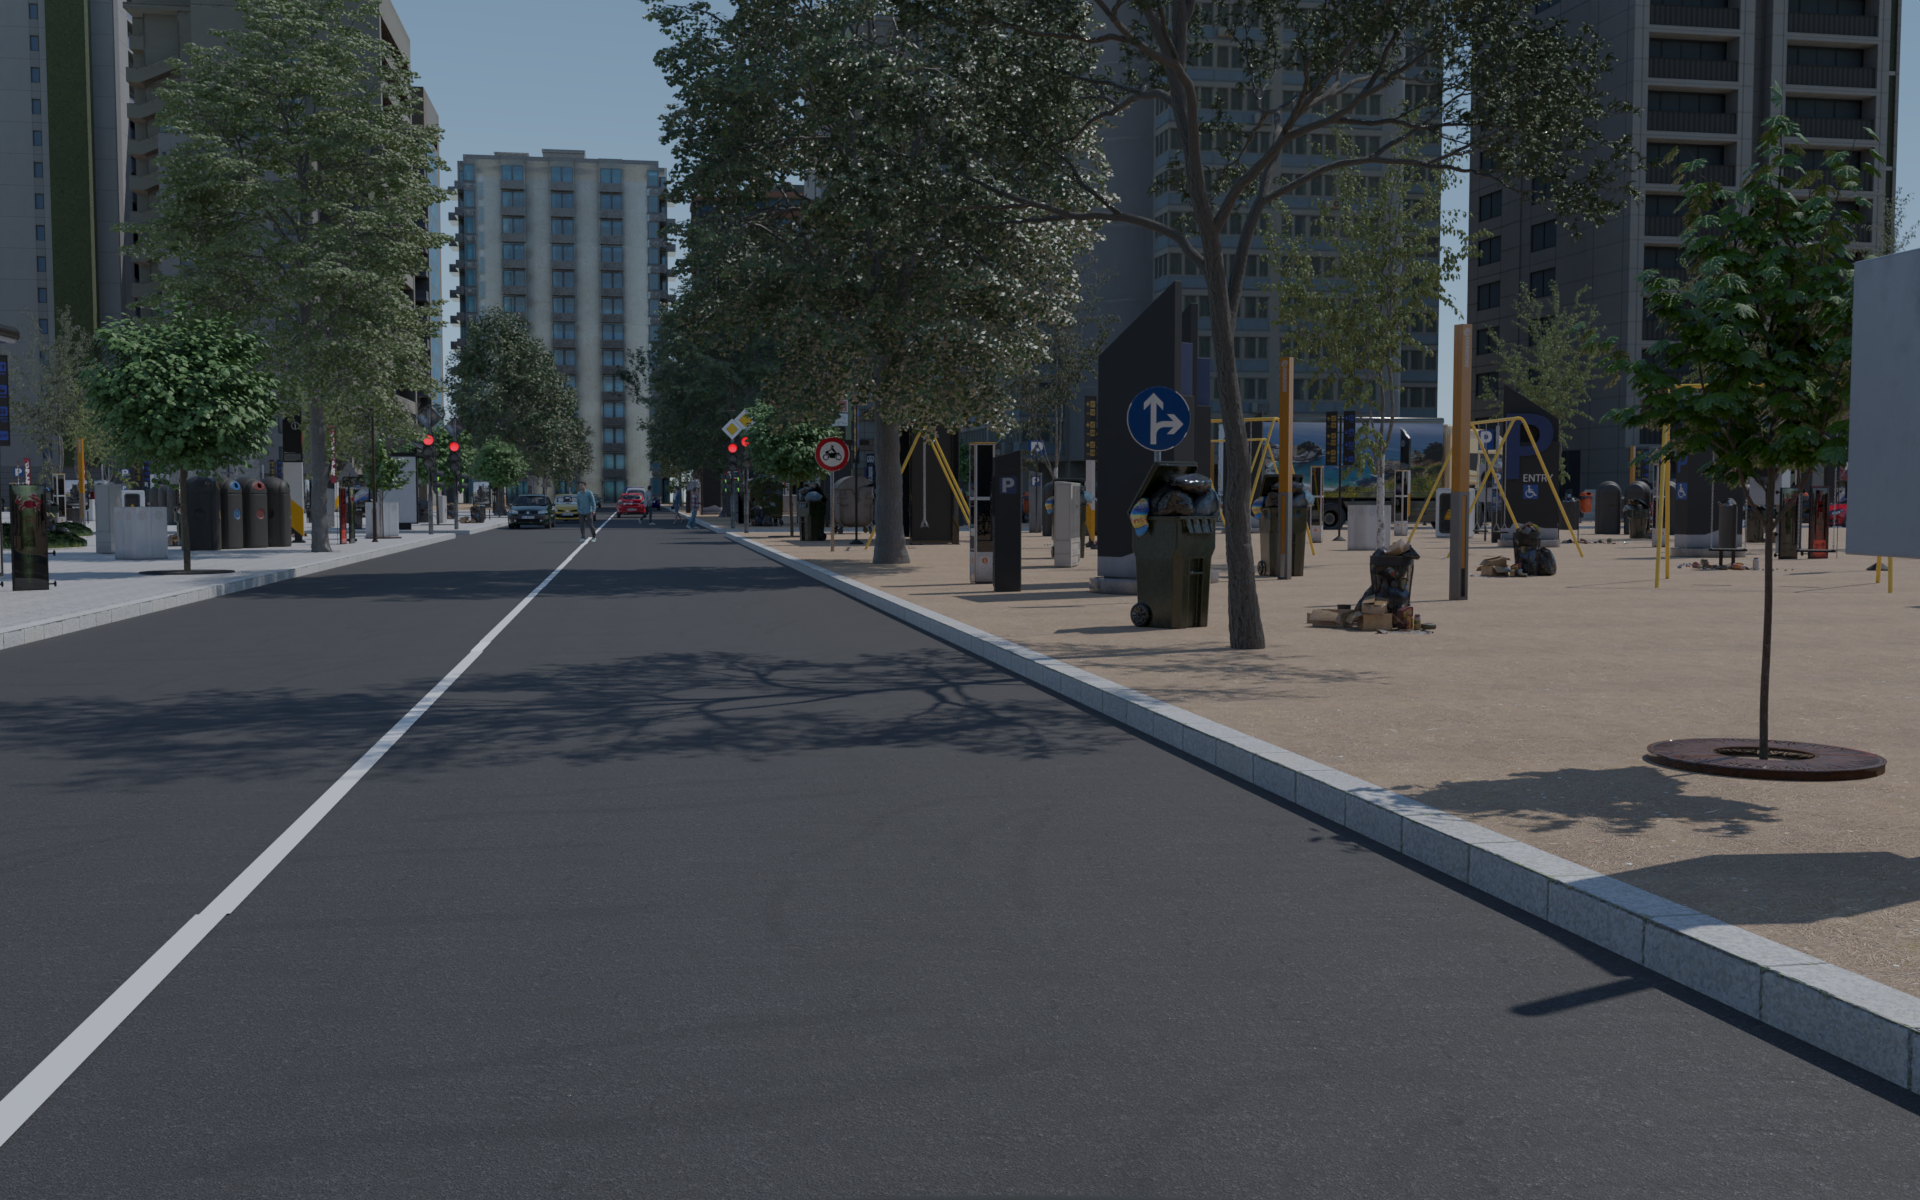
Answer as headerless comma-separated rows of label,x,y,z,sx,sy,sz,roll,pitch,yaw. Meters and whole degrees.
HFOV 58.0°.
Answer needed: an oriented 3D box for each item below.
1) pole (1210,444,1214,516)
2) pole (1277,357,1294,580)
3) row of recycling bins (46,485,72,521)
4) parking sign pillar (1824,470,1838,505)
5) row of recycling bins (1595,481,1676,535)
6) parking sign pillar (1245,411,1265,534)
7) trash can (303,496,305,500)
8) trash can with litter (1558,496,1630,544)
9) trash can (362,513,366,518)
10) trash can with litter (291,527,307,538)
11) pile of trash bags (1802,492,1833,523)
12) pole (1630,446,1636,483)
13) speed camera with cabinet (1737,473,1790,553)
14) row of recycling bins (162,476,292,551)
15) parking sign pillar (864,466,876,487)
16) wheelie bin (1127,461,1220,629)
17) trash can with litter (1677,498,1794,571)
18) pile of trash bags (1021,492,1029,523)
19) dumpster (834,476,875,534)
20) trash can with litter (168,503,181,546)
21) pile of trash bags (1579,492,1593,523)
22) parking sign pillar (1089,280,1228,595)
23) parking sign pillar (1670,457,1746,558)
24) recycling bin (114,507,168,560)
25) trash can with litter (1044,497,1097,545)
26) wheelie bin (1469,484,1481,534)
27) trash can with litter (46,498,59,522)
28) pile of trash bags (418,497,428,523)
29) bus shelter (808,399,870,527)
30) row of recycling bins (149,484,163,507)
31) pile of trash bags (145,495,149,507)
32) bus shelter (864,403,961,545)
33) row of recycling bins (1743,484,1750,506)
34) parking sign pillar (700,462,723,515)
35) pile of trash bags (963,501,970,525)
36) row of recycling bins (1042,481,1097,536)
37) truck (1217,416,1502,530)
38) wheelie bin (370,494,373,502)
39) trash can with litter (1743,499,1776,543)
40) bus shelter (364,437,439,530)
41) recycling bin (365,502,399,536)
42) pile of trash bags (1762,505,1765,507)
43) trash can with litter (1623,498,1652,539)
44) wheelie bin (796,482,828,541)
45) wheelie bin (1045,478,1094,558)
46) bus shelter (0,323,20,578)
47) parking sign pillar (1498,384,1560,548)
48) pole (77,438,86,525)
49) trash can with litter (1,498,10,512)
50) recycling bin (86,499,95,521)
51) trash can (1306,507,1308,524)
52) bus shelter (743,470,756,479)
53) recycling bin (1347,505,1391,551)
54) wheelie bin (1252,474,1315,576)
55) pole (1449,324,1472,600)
pole,10.184,-4.666,70.139,0.158,3.312,0.155,0,3,0
pole,4.872,-1.961,25.913,0.158,3.312,0.155,0,3,0
row of recycling bins,-42.865,-4.542,81.380,1.069,1.692,3.534,1,4,11
parking sign pillar,40.908,-5.684,81.400,1.447,3.967,1.447,1,4,20
row of recycling bins,21.978,-2.922,54.885,3.534,1.692,1.069,2,4,28
parking sign pillar,9.305,-4.178,56.788,1.447,3.967,1.447,2,4,24
trash can,-44.074,-6.363,115.683,0.748,1.137,0.748,0,3,0
trash can with litter,16.155,-2.071,44.911,2.233,1.210,1.678,2,4,33
trash can,-32.219,-5.034,93.966,0.748,1.137,0.748,0,3,0
trash can with litter,-20.160,-2.495,51.846,1.678,1.210,2.233,-1,4,-14
pile of trash bags,37.818,-4.067,76.246,1.912,1.369,3.447,0,4,-4
pole,28.535,-4.873,73.512,0.158,3.312,0.155,0,3,0
speed camera with cabinet,17.006,-2.665,37.902,2.038,3.252,0.660,3,5,43
row of recycling bins,-17.061,-2.060,40.791,1.069,1.692,3.534,1,4,13
parking sign pillar,-6.361,-8.256,123.464,1.447,3.967,1.447,-2,4,-30
wheelie bin,2.097,-0.540,16.744,0.980,1.594,0.693,-3,5,-43
trash can with litter,13.206,-1.154,29.922,1.678,1.210,2.233,0,4,1
pile of trash bags,2.685,-4.050,75.963,1.912,1.369,3.447,-1,4,-10
dumpster,-3.452,-3.083,56.172,1.264,1.857,1.865,-1,4,-11
trash can with litter,-19.197,-1.909,42.600,1.055,1.170,0.624,2,4,33
pile of trash bags,26.560,-4.075,76.373,3.447,1.369,1.912,-2,4,-27
parking sign pillar,2.412,-2.084,22.552,1.447,3.967,1.447,-3,5,-43
parking sign pillar,15.332,-2.870,35.393,1.447,3.967,1.447,-1,4,-13
recycling bin,-16.099,-1.314,34.043,0.722,1.027,0.722,2,4,33
trash can with litter,3.128,-1.991,43.617,2.233,1.210,1.678,-1,4,-13
wheelie bin,16.434,-2.933,55.856,0.980,1.594,0.693,-3,5,-40
trash can with litter,-32.251,-3.083,61.789,0.624,1.170,1.055,3,4,39
pile of trash bags,-24.690,-4.129,77.267,1.912,1.369,3.447,-1,4,-15
bus shelter,-5.306,-5.697,70.777,2.179,5.291,8.768,-1,4,-11
row of recycling bins,-32.632,-3.973,72.064,3.534,1.692,1.069,3,5,39
pile of trash bags,-54.110,-6.422,114.758,3.447,1.369,1.912,0,4,-5
bus shelter,-1.331,-3.390,46.717,1.731,3.624,6.357,-1,4,-11
row of recycling bins,33.240,-4.035,73.082,1.069,1.692,3.534,2,4,28
parking sign pillar,-15.483,-7.308,107.965,1.447,3.967,1.447,1,4,9
pile of trash bags,-1.339,-3.805,71.957,3.447,1.369,1.912,0,4,-6
row of recycling bins,4.100,-2.833,53.437,3.534,1.692,1.069,-2,4,-34
truck,15.302,-4.613,64.332,11.283,4.237,2.839,-1,4,-11
wheelie bin,-24.716,-3.995,73.219,0.980,1.594,0.693,-2,4,-24
trash can with litter,21.138,-2.091,45.567,1.055,1.170,0.624,0,4,3
bus shelter,-20.729,-4.321,64.568,2.014,3.302,5.546,-1,4,-11
recycling bin,-17.577,-2.454,52.670,0.722,1.027,0.722,3,4,38
pile of trash bags,34.566,-4.093,76.678,1.912,1.369,3.447,3,5,40
trash can with litter,19.583,-2.338,49.615,1.055,1.170,0.624,-1,4,-21
wheelie bin,-4.051,-2.414,47.373,0.693,1.594,0.980,-3,4,-38
wheelie bin,2.220,-1.643,34.775,0.980,1.594,0.693,0,4,-7
bus shelter,-11.967,-2.414,17.102,2.179,5.291,8.768,-1,4,-11
parking sign pillar,13.838,-3.275,42.018,1.447,3.967,1.447,1,4,14
pole,-32.213,-4.261,63.515,0.158,3.312,0.155,0,3,0
trash can with litter,-69.239,-6.977,125.459,1.055,1.170,0.624,-2,4,-35
recycling bin,-41.036,-4.228,81.686,0.722,1.027,0.722,0,4,8
trash can,11.529,-2.891,58.926,0.748,1.137,0.748,0,3,0
bus shelter,-13.774,-8.547,117.376,2.179,5.291,8.768,-1,4,-11
recycling bin,9.368,-1.658,39.663,0.722,1.027,0.722,-1,4,-23
wheelie bin,5.089,-1.176,27.128,0.980,1.594,0.693,-1,4,-9
pole,6.039,-1.654,20.890,0.158,3.312,0.155,0,3,0
